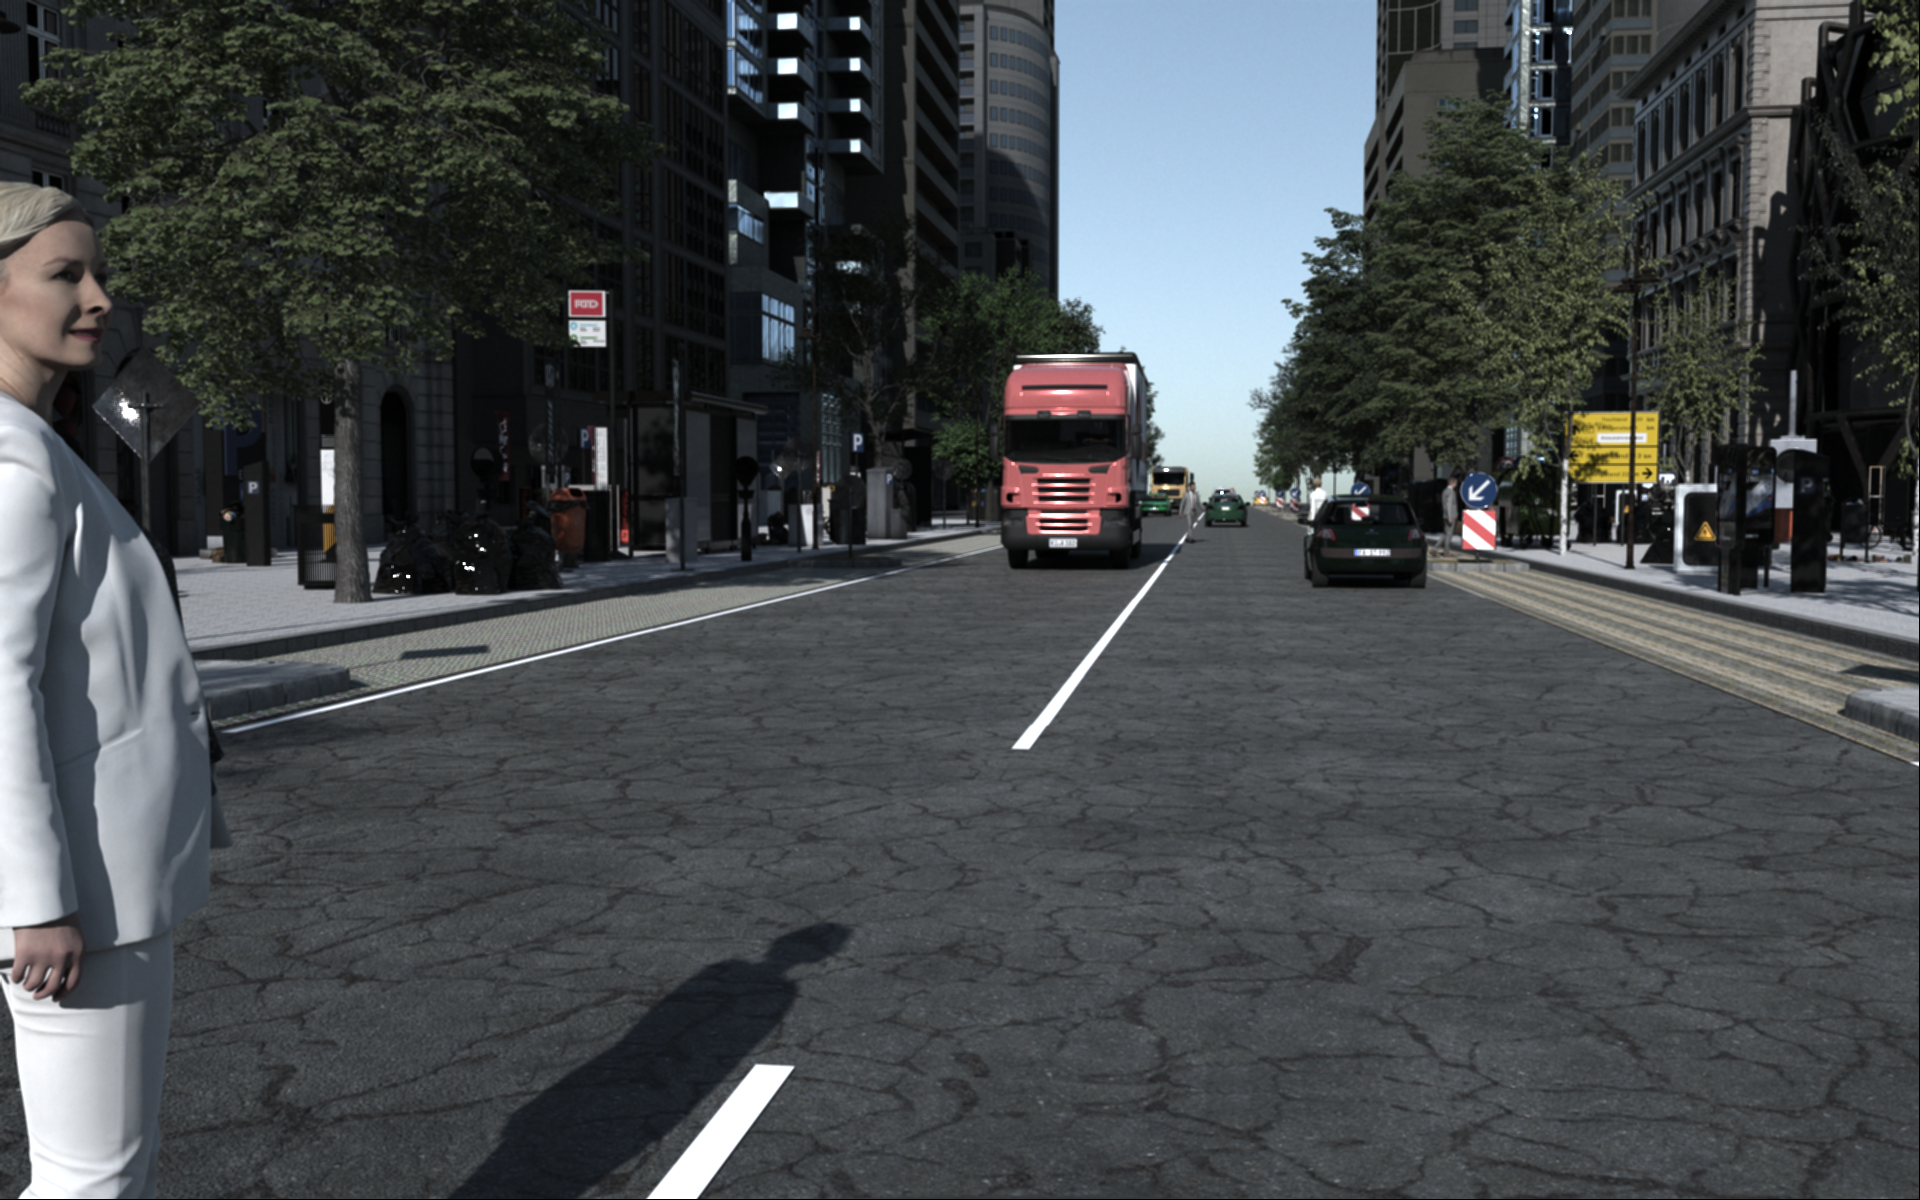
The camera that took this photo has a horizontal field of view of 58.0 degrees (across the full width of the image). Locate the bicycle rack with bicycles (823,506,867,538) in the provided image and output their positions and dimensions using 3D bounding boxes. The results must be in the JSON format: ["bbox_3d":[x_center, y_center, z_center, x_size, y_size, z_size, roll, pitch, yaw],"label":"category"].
[{"bbox_3d":[-3.227,-2.344,51.712,2.925,0.926,2.852,0,4,6],"label":"bicycle rack with bicycles"}]

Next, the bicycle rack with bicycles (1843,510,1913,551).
[{"bbox_3d":[22.030,-1.626,39.971,2.925,0.926,2.852,-1,4,-16],"label":"bicycle rack with bicycles"}]

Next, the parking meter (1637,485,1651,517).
[{"bbox_3d":[19.019,-2.432,48.178,0.372,1.533,0.369,0,3,0],"label":"parking meter"}]

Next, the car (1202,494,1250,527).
[{"bbox_3d":[11.826,-3.984,76.939,2.131,1.459,4.920,1,4,9],"label":"car"}]

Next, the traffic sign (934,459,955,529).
[{"bbox_3d":[-0.567,-3.835,62.806,0.768,2.556,0.104,1,4,13],"label":"traffic sign"}]

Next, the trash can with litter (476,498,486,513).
[{"bbox_3d":[-11.245,-1.879,41.775,1.678,1.210,2.233,1,4,9],"label":"trash can with litter"}]

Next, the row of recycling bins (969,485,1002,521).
[{"bbox_3d":[1.581,-4.678,83.591,1.069,1.692,3.534,-2,4,-30],"label":"row of recycling bins"}]

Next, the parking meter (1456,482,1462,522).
[{"bbox_3d":[22.597,-4.430,78.142,0.399,1.863,0.255,1,4,22],"label":"parking meter"}]

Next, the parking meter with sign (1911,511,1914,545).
[{"bbox_3d":[24.410,-2.890,43.519,0.543,3.016,1.738,3,5,44],"label":"parking meter with sign"}]

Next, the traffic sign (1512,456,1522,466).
[{"bbox_3d":[18.696,-3.510,57.502,0.768,2.556,0.104,1,4,13],"label":"traffic sign"}]

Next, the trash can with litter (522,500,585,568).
[{"bbox_3d":[-7.066,-1.148,30.159,1.055,1.170,0.624,0,4,8],"label":"trash can with litter"}]

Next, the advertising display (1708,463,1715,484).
[{"bbox_3d":[15.881,-1.909,36.424,0.123,1.923,0.974,2,4,34],"label":"advertising display"}]

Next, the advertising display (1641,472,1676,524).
[{"bbox_3d":[20.860,-2.847,51.770,0.974,1.923,0.123,1,4,15],"label":"advertising display"}]

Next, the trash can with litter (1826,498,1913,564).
[{"bbox_3d":[17.177,-1.320,32.639,1.678,1.210,2.233,-2,4,-32],"label":"trash can with litter"}]

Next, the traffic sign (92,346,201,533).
[{"bbox_3d":[-5.528,-0.498,11.780,0.795,2.450,0.064,1,4,8],"label":"traffic sign"}]

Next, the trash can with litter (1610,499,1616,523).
[{"bbox_3d":[28.770,-3.941,75.821,1.055,1.170,0.624,-2,4,-34],"label":"trash can with litter"}]

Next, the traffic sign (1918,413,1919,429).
[{"bbox_3d":[11.888,-1.266,20.798,0.768,2.556,0.104,1,4,13],"label":"traffic sign"}]

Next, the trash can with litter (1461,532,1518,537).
[{"bbox_3d":[15.902,-2.496,51.867,2.233,1.210,1.678,-1,4,-14],"label":"trash can with litter"}]

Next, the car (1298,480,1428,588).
[{"bbox_3d":[6.463,-1.103,27.819,2.009,1.686,4.222,1,4,9],"label":"car"}]

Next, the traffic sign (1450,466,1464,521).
[{"bbox_3d":[21.063,-4.481,73.267,0.884,2.594,0.081,1,4,14],"label":"traffic sign"}]

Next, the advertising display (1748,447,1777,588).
[{"bbox_3d":[10.715,-1.123,23.575,0.974,1.923,0.123,-2,4,-27],"label":"advertising display"}]

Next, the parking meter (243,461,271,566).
[{"bbox_3d":[-12.501,-1.534,30.786,0.399,1.863,0.255,0,4,8],"label":"parking meter"}]

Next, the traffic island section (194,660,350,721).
[{"bbox_3d":[-5.553,0.638,11.845,2.009,0.180,2.903,1,4,8],"label":"traffic island section"}]

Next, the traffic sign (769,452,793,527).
[{"bbox_3d":[-4.885,-2.845,47.706,0.795,2.450,0.064,1,4,14],"label":"traffic sign"}]

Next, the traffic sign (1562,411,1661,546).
[{"bbox_3d":[15.974,-2.978,42.564,2.265,3.308,0.079,1,4,12],"label":"traffic sign"}]

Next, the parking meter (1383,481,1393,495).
[{"bbox_3d":[19.578,-4.495,79.210,0.399,1.863,0.255,0,4,-4],"label":"parking meter"}]

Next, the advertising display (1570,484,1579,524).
[{"bbox_3d":[25.753,-4.182,73.593,0.974,1.923,0.123,1,4,23],"label":"advertising display"}]

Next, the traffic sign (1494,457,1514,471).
[{"bbox_3d":[18.623,-3.616,59.231,0.768,2.556,0.104,1,4,9],"label":"traffic sign"}]

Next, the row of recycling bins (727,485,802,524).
[{"bbox_3d":[-8.557,-4.202,75.819,3.534,1.692,1.069,1,4,15],"label":"row of recycling bins"}]

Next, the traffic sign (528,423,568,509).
[{"bbox_3d":[-7.325,-1.876,30.780,0.768,2.556,0.104,1,4,13],"label":"traffic sign"}]

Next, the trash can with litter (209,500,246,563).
[{"bbox_3d":[-13.638,-1.275,32.238,1.055,1.170,0.624,3,4,37],"label":"trash can with litter"}]

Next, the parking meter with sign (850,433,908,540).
[{"bbox_3d":[-2.269,-3.225,48.993,1.738,3.016,0.543,2,4,35],"label":"parking meter with sign"}]

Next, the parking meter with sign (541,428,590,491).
[{"bbox_3d":[-10.731,-3.045,46.046,1.738,3.016,0.543,1,4,17],"label":"parking meter with sign"}]

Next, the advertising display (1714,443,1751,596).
[{"bbox_3d":[9.911,-1.043,22.271,0.123,1.923,0.974,1,4,10],"label":"advertising display"}]

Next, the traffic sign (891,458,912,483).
[{"bbox_3d":[-2.081,-3.754,61.489,0.768,2.556,0.104,1,4,13],"label":"traffic sign"}]

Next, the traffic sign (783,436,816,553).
[{"bbox_3d":[-3.533,-2.315,37.954,0.768,2.556,0.104,1,4,14],"label":"traffic sign"}]

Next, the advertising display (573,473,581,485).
[{"bbox_3d":[-11.684,-2.915,52.882,0.123,1.923,0.974,0,4,-6],"label":"advertising display"}]

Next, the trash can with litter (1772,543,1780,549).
[{"bbox_3d":[18.762,-1.772,40.353,0.624,1.170,1.055,1,4,13],"label":"trash can with litter"}]

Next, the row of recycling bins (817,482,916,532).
[{"bbox_3d":[-3.194,-3.185,59.193,3.534,1.692,1.069,1,4,14],"label":"row of recycling bins"}]

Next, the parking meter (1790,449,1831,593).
[{"bbox_3d":[11.053,-1.026,22.493,0.255,1.863,0.399,-3,5,-40],"label":"parking meter"}]

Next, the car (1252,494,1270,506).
[{"bbox_3d":[34.735,-11.600,199.879,2.015,1.641,3.980,1,4,8],"label":"car"}]

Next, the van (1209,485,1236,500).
[{"bbox_3d":[16.658,-6.245,109.111,2.013,2.044,4.112,1,4,10],"label":"van"}]

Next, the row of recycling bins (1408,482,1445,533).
[{"bbox_3d":[15.920,-3.190,59.275,1.069,1.692,3.534,0,4,7],"label":"row of recycling bins"}]

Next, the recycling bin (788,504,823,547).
[{"bbox_3d":[-3.797,-1.839,42.619,0.722,1.027,0.722,1,4,10],"label":"recycling bin"}]

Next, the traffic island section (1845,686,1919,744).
[{"bbox_3d":[6.505,0.748,10.046,2.009,0.180,2.903,1,4,8],"label":"traffic island section"}]

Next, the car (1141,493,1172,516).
[{"bbox_3d":[12.749,-6.340,112.455,1.959,1.807,4.718,1,4,10],"label":"car"}]

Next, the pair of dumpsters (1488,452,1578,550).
[{"bbox_3d":[13.687,-2.402,41.760,1.574,2.255,4.437,1,4,8],"label":"pair of dumpsters"}]

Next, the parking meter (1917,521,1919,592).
[{"bbox_3d":[12.780,-0.874,22.694,0.372,1.533,0.369,0,3,0],"label":"parking meter"}]
